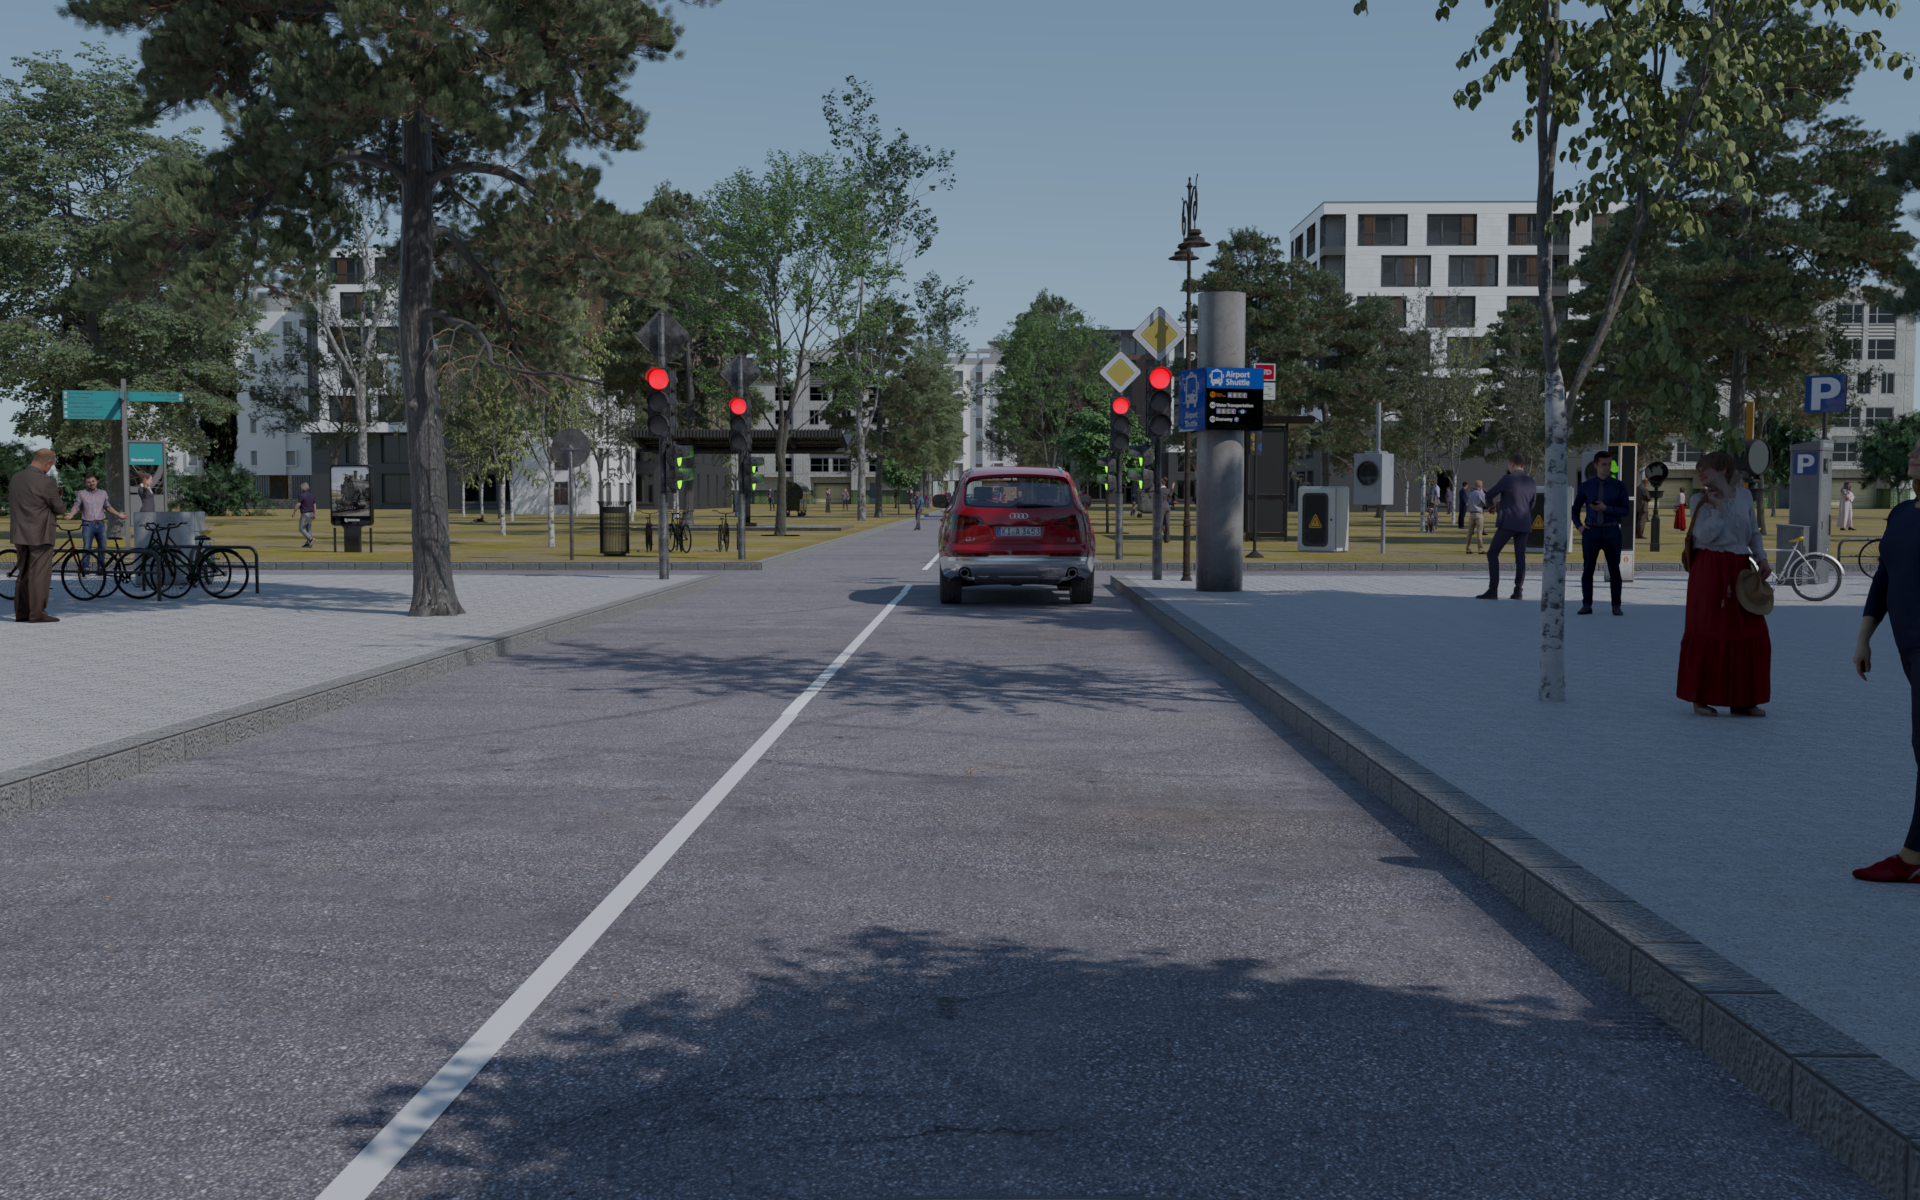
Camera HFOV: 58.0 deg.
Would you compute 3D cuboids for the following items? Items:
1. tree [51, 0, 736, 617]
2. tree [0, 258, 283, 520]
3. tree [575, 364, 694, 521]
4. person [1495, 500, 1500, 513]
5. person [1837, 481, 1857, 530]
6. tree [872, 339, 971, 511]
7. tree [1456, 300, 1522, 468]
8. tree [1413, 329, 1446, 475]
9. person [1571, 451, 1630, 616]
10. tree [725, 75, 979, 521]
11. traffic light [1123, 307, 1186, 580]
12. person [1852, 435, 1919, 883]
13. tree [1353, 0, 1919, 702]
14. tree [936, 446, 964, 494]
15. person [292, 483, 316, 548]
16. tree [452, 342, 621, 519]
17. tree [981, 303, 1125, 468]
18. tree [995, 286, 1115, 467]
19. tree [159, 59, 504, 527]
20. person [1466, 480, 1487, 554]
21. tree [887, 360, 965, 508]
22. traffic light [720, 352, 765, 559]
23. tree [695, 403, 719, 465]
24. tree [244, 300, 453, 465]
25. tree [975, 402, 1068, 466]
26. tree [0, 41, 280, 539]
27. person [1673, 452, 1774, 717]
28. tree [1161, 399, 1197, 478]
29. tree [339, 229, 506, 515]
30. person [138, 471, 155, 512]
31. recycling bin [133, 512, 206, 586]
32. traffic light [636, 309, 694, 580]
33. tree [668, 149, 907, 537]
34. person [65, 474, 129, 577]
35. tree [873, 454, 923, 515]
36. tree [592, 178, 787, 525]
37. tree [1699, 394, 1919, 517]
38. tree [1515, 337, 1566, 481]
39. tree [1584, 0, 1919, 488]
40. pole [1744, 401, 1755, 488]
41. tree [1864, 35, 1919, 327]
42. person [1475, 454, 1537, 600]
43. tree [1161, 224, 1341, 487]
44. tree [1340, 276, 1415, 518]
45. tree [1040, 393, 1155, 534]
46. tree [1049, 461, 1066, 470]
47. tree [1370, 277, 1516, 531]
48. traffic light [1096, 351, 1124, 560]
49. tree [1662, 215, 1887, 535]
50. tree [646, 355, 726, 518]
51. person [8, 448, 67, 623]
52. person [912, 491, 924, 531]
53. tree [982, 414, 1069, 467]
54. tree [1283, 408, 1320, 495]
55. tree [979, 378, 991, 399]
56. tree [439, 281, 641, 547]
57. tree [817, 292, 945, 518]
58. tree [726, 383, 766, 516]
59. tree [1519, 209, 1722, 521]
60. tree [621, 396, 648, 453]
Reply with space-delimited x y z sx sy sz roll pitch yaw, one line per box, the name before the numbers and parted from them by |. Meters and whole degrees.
tree | -5.682 -5.870 18.036 6.751 12.117 7.091 0 3 0
tree | -49.133 -12.269 102.426 18.604 14.587 13.155 0 4 -7
tree | -15.610 -8.004 81.227 4.360 8.622 3.978 0 3 0
person | 16.057 -2.553 51.019 0.697 1.427 0.421 -3 4 -36
person | 31.212 -3.317 60.950 0.621 1.740 0.551 3 5 40
tree | -2.532 -12.778 127.048 7.486 12.596 7.792 0 3 0
tree | 30.895 -10.603 95.407 6.751 12.117 7.091 0 3 0
tree | 22.514 -10.424 92.496 6.751 12.117 7.091 0 3 0
person | 6.787 -0.710 18.364 0.576 1.737 0.504 1 4 18
tree | -5.579 -13.788 81.320 12.611 20.169 13.585 0 3 0
traffic light | 2.928 -2.235 25.787 0.839 4.213 0.868 0 4 1
person | 3.299 0.173 5.754 0.613 1.512 0.480 -2 4 -25
tree | 3.867 -3.670 10.366 4.737 8.622 4.395 0 3 0
tree | -1.807 -13.410 169.616 4.737 8.622 4.395 0 3 0
person | -15.627 -2.023 41.332 0.569 1.553 0.471 -2 4 -33
tree | -23.689 -9.508 89.867 8.767 10.594 7.601 2 4 24
tree | 4.863 -10.243 93.222 9.928 11.665 9.643 0 3 0
tree | 6.041 -12.115 105.497 7.806 13.903 7.818 0 3 0
tree | -24.798 -12.946 67.554 12.611 20.169 13.585 0 3 0
person | 11.034 -1.765 36.972 0.319 1.574 0.516 -2 4 -30
tree | -3.464 -15.634 163.033 7.806 13.903 7.818 0 3 0
traffic light | -4.269 -2.731 33.904 0.839 4.213 0.868 0 4 1
tree | -15.236 -8.764 93.649 4.360 8.622 3.978 0 3 0
tree | -29.512 -8.963 80.962 8.767 10.594 7.601 0 4 3
tree | 6.633 -15.880 170.011 12.009 13.543 11.850 0 3 0
tree | -24.206 -8.737 49.511 9.857 13.997 8.962 0 3 0
person | 4.405 -0.089 9.974 0.523 1.526 0.387 0 4 4
tree | 14.424 -9.512 105.886 4.360 8.622 3.978 0 3 0
tree | -14.930 -5.968 47.934 4.360 8.622 3.978 0 3 0
person | -15.777 -1.644 33.727 0.445 1.727 0.742 -3 4 -37
recycling bin | -11.227 -0.738 24.626 0.722 1.027 0.722 0 4 2
traffic light | -4.432 -2.243 25.921 0.839 4.213 0.868 0 4 1
tree | -5.356 -7.740 52.301 9.928 11.665 9.643 0 3 0
person | -13.470 -1.157 26.913 0.435 1.587 0.963 3 5 39
tree | -3.717 -7.486 106.105 4.285 4.588 4.351 0 3 0
tree | -10.832 -9.910 69.457 7.806 13.903 7.818 0 3 0
tree | 48.379 -8.115 95.591 11.467 7.101 20.602 -2 4 -30
tree | 26.310 -7.949 80.328 4.360 8.622 3.978 0 3 0
tree | 19.876 -8.327 43.569 7.806 13.903 7.818 0 3 0
pole | 17.402 -2.715 38.231 0.158 3.312 0.155 0 3 0
tree | 11.525 -5.658 14.567 6.751 12.117 7.091 0 3 0
person | 6.664 -0.899 21.195 0.683 1.767 0.568 -1 4 -18
tree | 11.397 -8.999 69.182 6.751 12.117 7.091 0 3 0
tree | 17.319 -9.772 81.828 6.751 12.117 7.091 0 3 0
tree | 4.764 -4.442 56.335 4.285 4.588 4.351 0 3 0
tree | 5.634 -6.470 100.382 1.663 3.219 1.824 0 3 0
tree | 16.240 -6.685 59.659 4.360 8.622 3.978 0 3 0
traffic light | 3.091 -2.723 33.770 0.839 4.213 0.868 0 4 1
tree | 24.562 -7.287 53.553 7.601 10.594 8.767 1 4 17
tree | -14.685 -8.439 88.337 4.737 8.622 4.395 0 3 0
person | -9.221 -0.650 17.364 0.565 1.739 0.600 0 4 -6
person | -1.646 -3.506 68.030 0.429 1.552 0.499 0 4 -7
tree | 5.512 -12.388 136.951 8.767 10.594 7.601 1 4 19
tree | 19.546 -9.415 104.293 4.360 8.622 3.978 0 3 0
tree | -3.460 -18.022 150.547 12.611 20.169 13.585 0 3 0
tree | -9.966 -5.598 41.887 4.737 8.622 4.395 0 3 0
tree | -4.379 -10.488 93.526 6.751 12.117 7.091 0 3 0
tree | -13.160 -9.132 99.676 4.737 8.622 4.395 0 3 0
tree | 24.913 -8.738 64.928 6.751 12.117 7.091 0 3 0
tree | -21.838 -10.492 105.955 8.767 10.594 7.601 1 4 11
